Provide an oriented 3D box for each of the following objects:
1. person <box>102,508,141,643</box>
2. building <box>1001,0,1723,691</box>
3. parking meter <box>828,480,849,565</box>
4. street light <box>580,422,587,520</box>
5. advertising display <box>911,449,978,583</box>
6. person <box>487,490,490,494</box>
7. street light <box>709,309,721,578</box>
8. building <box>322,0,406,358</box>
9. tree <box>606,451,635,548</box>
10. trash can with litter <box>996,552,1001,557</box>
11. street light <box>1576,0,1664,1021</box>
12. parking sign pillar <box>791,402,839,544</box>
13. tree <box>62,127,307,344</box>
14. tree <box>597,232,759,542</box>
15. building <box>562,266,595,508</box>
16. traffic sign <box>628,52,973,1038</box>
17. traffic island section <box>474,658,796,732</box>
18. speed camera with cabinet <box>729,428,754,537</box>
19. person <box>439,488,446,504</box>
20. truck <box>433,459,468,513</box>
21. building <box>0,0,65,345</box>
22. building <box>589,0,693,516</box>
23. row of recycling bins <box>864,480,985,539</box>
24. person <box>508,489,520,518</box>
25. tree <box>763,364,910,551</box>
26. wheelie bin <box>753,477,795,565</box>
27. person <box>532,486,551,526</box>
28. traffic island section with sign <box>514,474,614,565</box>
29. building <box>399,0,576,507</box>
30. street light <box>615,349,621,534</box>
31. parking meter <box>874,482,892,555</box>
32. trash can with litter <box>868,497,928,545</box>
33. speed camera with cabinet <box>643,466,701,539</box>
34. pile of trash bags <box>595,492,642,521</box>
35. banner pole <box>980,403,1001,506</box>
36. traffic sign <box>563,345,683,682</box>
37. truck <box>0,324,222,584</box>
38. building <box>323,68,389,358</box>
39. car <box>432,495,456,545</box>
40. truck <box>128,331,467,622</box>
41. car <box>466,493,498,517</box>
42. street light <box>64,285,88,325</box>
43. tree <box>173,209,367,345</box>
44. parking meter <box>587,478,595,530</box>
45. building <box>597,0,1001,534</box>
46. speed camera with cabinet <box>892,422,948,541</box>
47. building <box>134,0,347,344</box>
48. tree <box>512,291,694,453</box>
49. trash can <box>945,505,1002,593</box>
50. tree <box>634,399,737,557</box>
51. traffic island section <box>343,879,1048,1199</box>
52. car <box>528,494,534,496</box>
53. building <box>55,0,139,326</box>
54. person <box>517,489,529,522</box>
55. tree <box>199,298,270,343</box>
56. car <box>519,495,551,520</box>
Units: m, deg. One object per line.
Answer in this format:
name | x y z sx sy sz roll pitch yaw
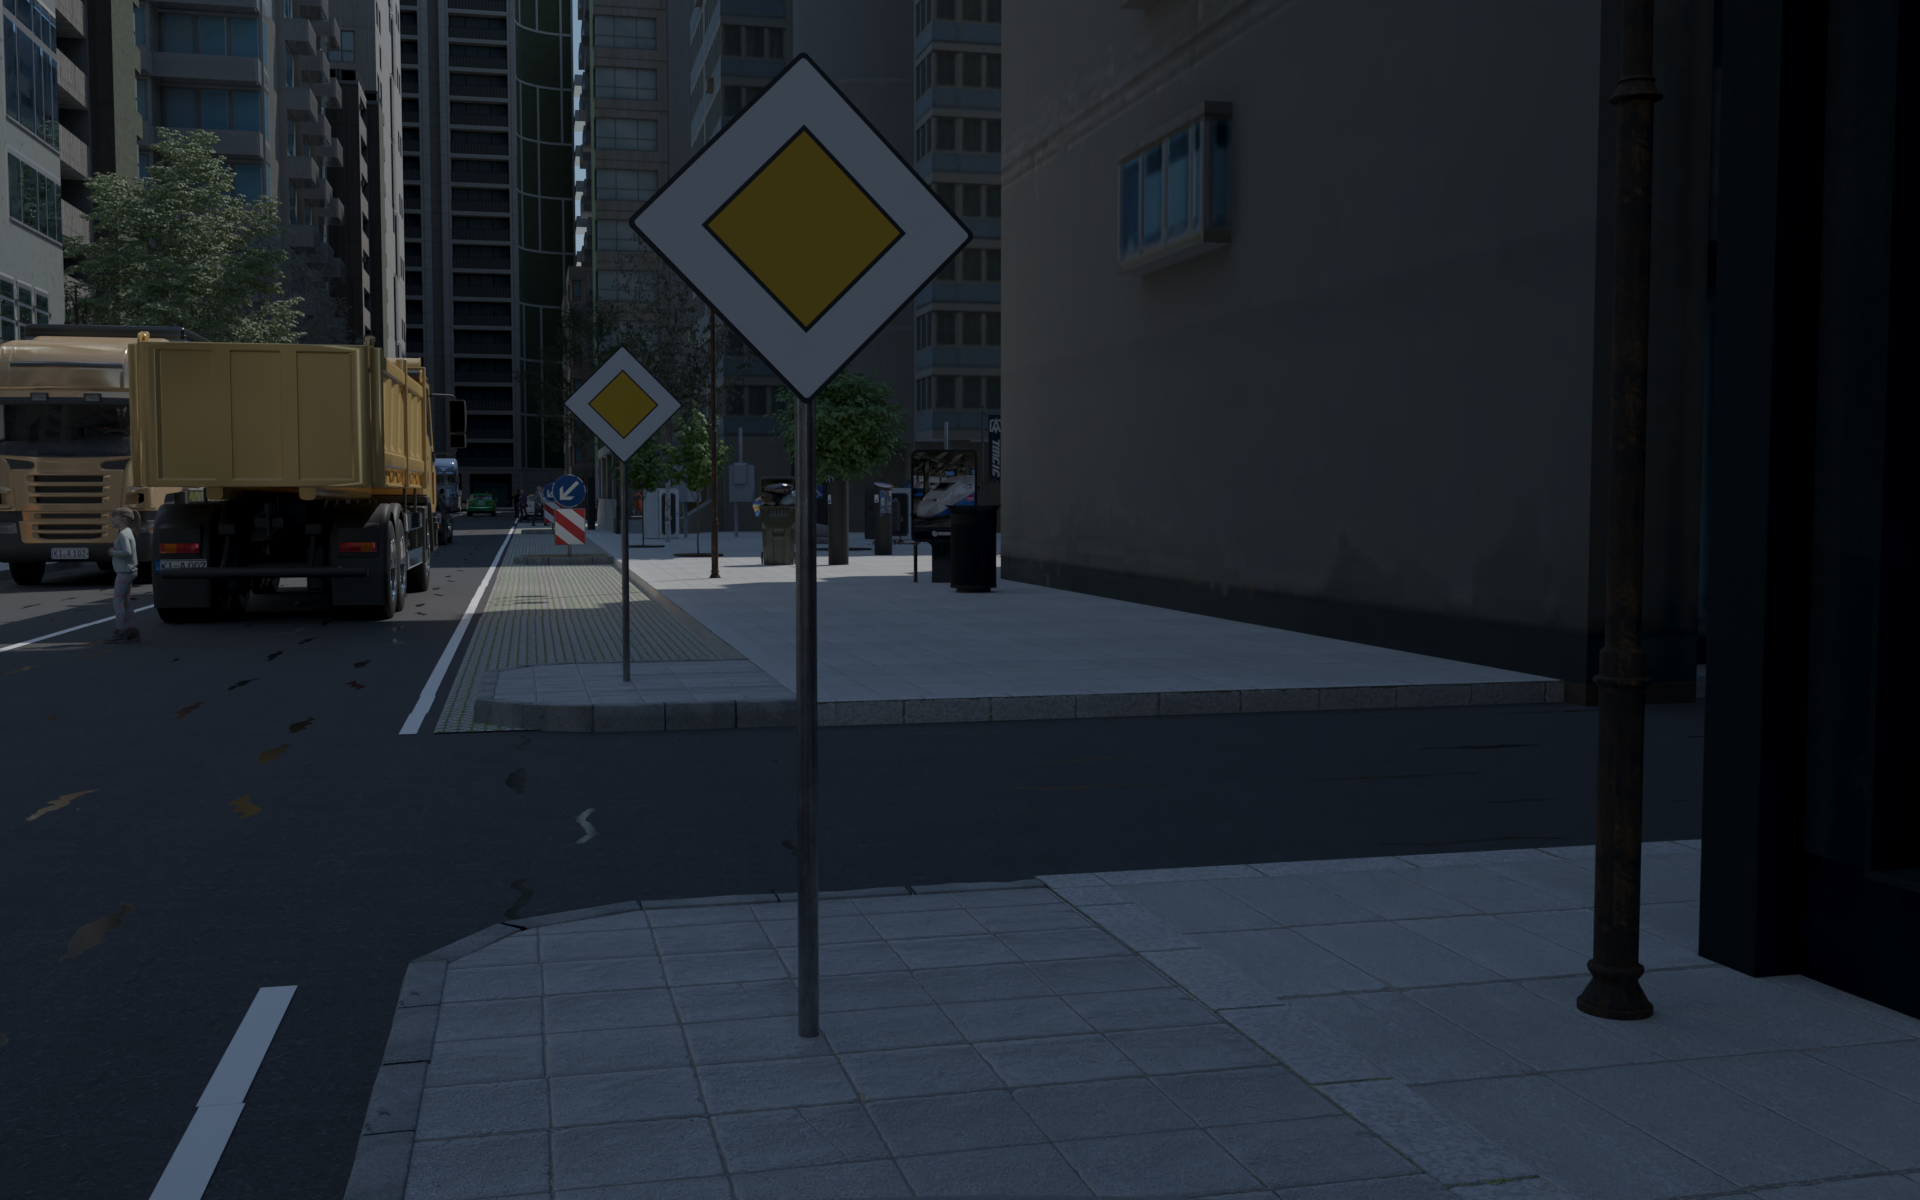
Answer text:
person | -8.098 -0.241 16.725 0.394 1.301 0.425 -3 5 -40
building | 11.851 -24.424 23.030 21.600 48.544 21.300 -1 4 -14
parking meter | -2.206 -1.406 31.406 0.372 1.533 0.369 0 3 0
street light | -18.335 -6.854 84.850 0.468 5.910 1.993 -1 4 -14
advertising display | -0.223 -1.211 25.017 0.974 1.923 0.123 1 4 9
person | -36.103 -7.528 132.305 0.721 1.735 1.217 2 4 26
street light | -3.741 -3.271 26.264 0.468 5.910 1.993 -1 4 -14
building | -59.075 -33.605 138.674 27.495 52.752 28.713 -1 4 -14
tree | -7.545 -2.885 41.763 1.663 3.219 1.824 0 3 0
trash can with litter | 1.139 -1.515 35.823 1.678 1.210 2.233 1 4 14
street light | 1.628 -1.917 4.128 0.468 5.910 1.993 -1 4 -14
parking sign pillar | -3.721 -3.450 44.875 1.447 3.967 1.447 0 4 -3
tree | -24.112 -8.298 53.802 7.486 12.596 7.792 0 3 0
tree | -7.595 -5.860 46.166 4.360 8.622 3.978 0 3 0
building | -19.630 -18.569 148.642 27.650 21.520 28.899 -1 4 -14
traffic sign | -0.362 -0.025 4.045 0.795 2.450 0.064 -1 4 -14
traffic island section | -2.264 0.636 11.879 2.009 0.180 2.903 -1 4 -14
speed camera with cabinet | -5.832 -3.511 51.737 2.038 3.252 0.660 0 4 2
person | -27.420 -5.068 92.087 0.721 1.735 1.217 -1 4 -14
truck | -40.556 -9.000 136.913 2.967 4.110 18.799 -1 4 -12
building | -88.168 -50.201 133.460 31.000 86.520 22.319 -1 4 -14
building | -13.118 -25.157 94.906 14.154 41.232 14.086 -1 4 -14
row of recycling bins | -1.022 -2.604 49.681 3.534 1.692 1.069 -1 4 -20
person | -26.447 -5.734 103.066 1.217 1.723 0.721 3 4 36
tree | -2.822 -3.423 39.684 4.285 4.588 4.351 0 3 0
wheelie bin | -3.264 -1.438 31.425 0.980 1.594 0.693 0 4 -6
person | -18.665 -4.170 77.072 0.834 1.777 0.661 0 4 3
traffic island section with sign | -8.189 -1.659 35.758 1.989 1.847 2.006 -1 4 -14
building | -48.957 -44.922 172.732 20.611 71.187 20.563 -1 4 -14
street light | -10.962 -5.050 55.357 0.468 5.910 1.993 -1 4 -14
parking meter | -1.615 -1.714 36.436 0.372 1.533 0.369 0 3 0
trash can with litter | -1.361 -2.021 44.095 2.233 1.210 1.678 -1 4 -13
speed camera with cabinet | -8.285 -3.401 49.936 0.660 3.252 2.038 2 4 28
pile of trash bags | -16.130 -4.454 82.575 1.912 1.369 3.447 2 4 25
banner pole | 0.849 -3.547 48.016 0.863 3.779 0.401 -1 4 -15
traffic sign | -2.285 -0.499 11.796 0.795 2.450 0.064 -1 4 -14
truck | -14.710 -2.575 31.017 2.839 4.237 11.283 -1 4 -14
building | -46.589 -21.125 117.100 14.160 30.474 14.107 -1 4 -14
car | -15.521 -2.440 49.681 2.009 1.686 4.222 -1 4 -13
truck | -8.573 -1.667 23.174 3.469 3.379 9.791 -1 4 -13
car | -30.978 -6.321 112.151 1.959 1.807 4.718 -1 4 -13
street light | -19.584 -4.021 38.538 0.468 5.910 1.993 -1 4 -14
tree | -30.225 -10.106 75.607 12.009 13.543 11.850 0 3 0
parking meter | -13.209 -3.443 61.997 0.255 1.863 0.399 -1 4 -18
building | 2.628 -22.885 66.046 32.217 40.220 23.993 -1 4 -14
speed camera with cabinet | -1.086 -3.261 47.646 2.038 3.252 0.660 1 4 23
building | -46.044 -29.000 93.756 23.786 49.044 30.456 -1 4 -14
tree | -15.980 -8.844 79.007 8.767 10.594 7.601 -1 4 -17
trash can | 0.178 -0.673 22.654 0.748 1.137 0.748 0 3 0
tree | -5.532 -2.507 35.592 1.663 3.219 1.824 0 3 0
traffic island section | -0.341 1.110 4.128 2.009 0.180 2.903 -1 4 -14
car | -37.323 -8.691 152.316 2.015 1.641 3.980 -1 4 -14
building | -37.113 -17.594 59.360 14.160 30.474 14.107 -1 4 -14
person | -22.756 -4.939 90.172 0.541 1.710 0.530 3 5 43
tree | -26.917 -6.875 62.773 4.360 8.622 3.978 0 3 0
car | -23.616 -5.180 97.059 2.083 1.381 4.827 -1 4 -16
